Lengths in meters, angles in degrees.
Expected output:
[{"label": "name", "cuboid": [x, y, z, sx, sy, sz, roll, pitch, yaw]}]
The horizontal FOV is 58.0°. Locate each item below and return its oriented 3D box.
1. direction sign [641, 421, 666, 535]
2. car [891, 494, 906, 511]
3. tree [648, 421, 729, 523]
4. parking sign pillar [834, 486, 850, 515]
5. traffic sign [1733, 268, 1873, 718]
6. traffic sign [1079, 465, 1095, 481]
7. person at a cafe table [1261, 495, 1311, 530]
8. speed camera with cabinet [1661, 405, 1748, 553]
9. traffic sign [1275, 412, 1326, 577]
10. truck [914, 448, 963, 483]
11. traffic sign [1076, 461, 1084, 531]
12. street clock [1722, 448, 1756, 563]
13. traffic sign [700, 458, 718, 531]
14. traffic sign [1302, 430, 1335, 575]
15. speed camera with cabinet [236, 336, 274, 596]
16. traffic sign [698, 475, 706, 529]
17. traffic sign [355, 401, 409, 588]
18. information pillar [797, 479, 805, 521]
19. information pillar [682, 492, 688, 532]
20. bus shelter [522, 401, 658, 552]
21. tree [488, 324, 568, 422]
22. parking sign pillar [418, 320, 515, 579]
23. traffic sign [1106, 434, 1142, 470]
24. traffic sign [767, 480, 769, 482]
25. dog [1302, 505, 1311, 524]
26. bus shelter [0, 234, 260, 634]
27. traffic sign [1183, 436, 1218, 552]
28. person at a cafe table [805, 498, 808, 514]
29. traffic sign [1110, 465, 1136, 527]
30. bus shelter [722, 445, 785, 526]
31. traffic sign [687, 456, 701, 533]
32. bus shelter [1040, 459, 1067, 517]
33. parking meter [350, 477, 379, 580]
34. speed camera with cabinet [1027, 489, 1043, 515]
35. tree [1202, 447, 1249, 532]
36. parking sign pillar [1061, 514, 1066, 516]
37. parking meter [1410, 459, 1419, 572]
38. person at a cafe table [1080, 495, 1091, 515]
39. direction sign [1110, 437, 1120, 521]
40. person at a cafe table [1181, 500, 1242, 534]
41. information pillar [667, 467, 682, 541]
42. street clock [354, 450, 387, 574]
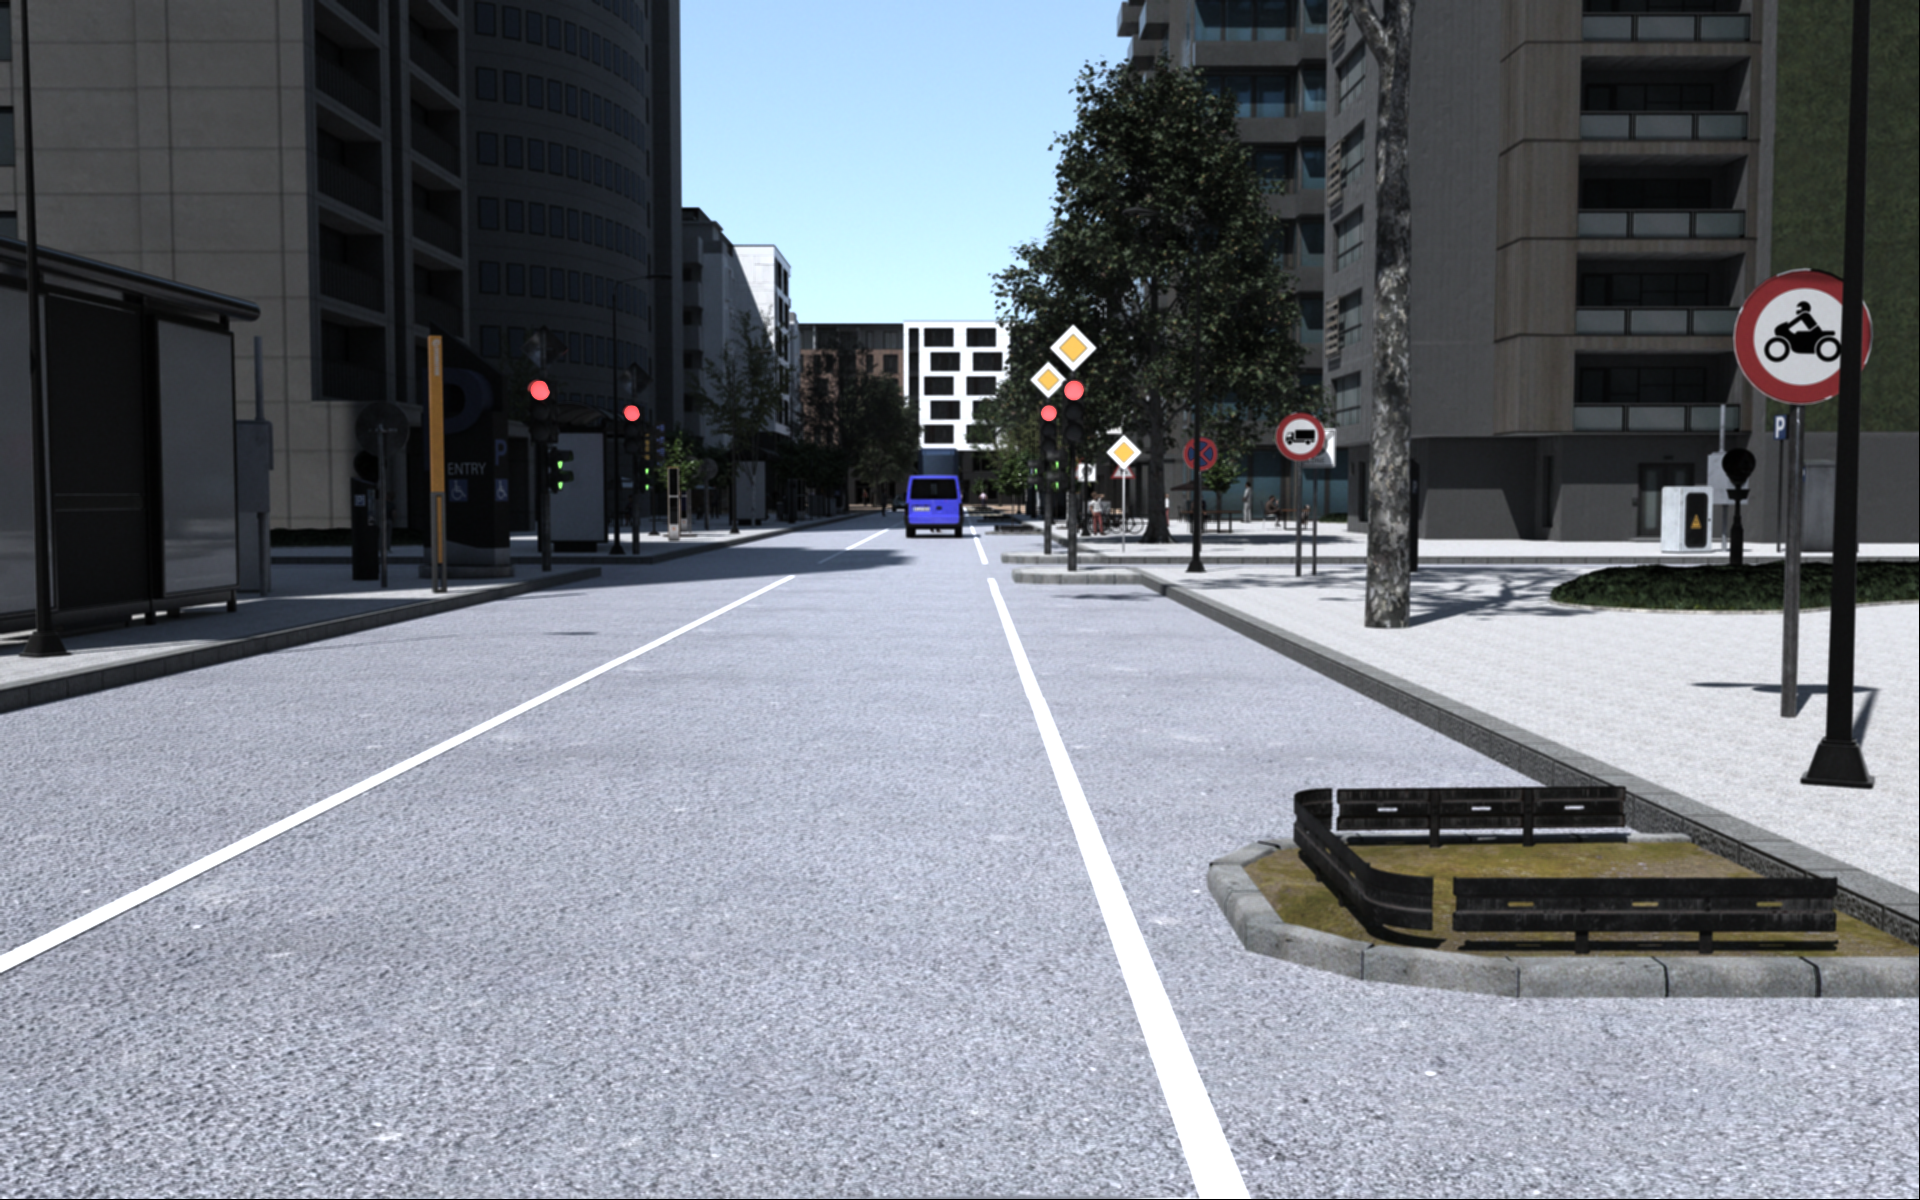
[{"label": "direction sign", "cuboid": [-9.550, -3.791, 53.975, 0.876, 3.537, 0.379, 1, 4, 21]}, {"label": "car", "cuboid": [-4.695, -8.098, 144.196, 2.131, 1.459, 4.920, 0, 3, 0]}, {"label": "tree", "cuboid": [-12.493, -5.665, 76.339, 4.285, 4.588, 4.351, 0, 3, 0]}, {"label": "parking sign pillar", "cuboid": [-7.579, -7.311, 108.001, 1.447, 3.967, 1.447, 0, 4, 2]}, {"label": "traffic sign", "cuboid": [4.770, -0.599, 9.894, 0.768, 2.556, 0.104, 0, 4, 4]}, {"label": "traffic sign", "cuboid": [4.305, -3.463, 58.756, 0.606, 2.300, 0.079, 0, 4, 5]}, {"label": "person at a cafe table", "cuboid": [11.699, -3.149, 62.349, 1.726, 1.238, 1.698, 0, 4, 8]}, {"label": "speed camera with cabinet", "cuboid": [16.340, -2.668, 37.951, 2.038, 3.252, 0.660, -2, 4, -25]}, {"label": "traffic sign", "cuboid": [5.273, -1.639, 26.906, 0.768, 2.556, 0.104, 0, 4, 4]}, {"label": "truck", "cuboid": [-1.202, -6.489, 95.861, 2.967, 4.110, 18.799, 0, 4, -1]}, {"label": "traffic sign", "cuboid": [4.239, -3.658, 59.810, 0.884, 2.594, 0.081, 0, 4, 7]}, {"label": "street clock", "cuboid": [12.262, -1.391, 27.313, 0.471, 2.002, 0.358, 2, 4, 29]}, {"label": "traffic sign", "cuboid": [-8.884, -3.716, 60.867, 0.768, 2.556, 0.104, 0, 4, 0]}, {"label": "traffic sign", "cuboid": [5.581, -1.535, 27.219, 0.606, 2.300, 0.079, 0, 4, 2]}, {"label": "speed camera with cabinet", "cuboid": [-9.246, -1.715, 22.373, 0.660, 3.252, 2.038, -1, 4, -23]}, {"label": "traffic sign", "cuboid": [-9.352, -3.884, 63.605, 0.768, 2.556, 0.104, 0, 4, 0]}, {"label": "traffic sign", "cuboid": [-7.906, -1.443, 23.701, 0.768, 2.556, 0.104, 0, 4, 6]}, {"label": "information pillar", "cuboid": [-7.685, -4.846, 83.720, 0.304, 2.012, 0.304, 2, 4, 27]}, {"label": "information pillar", "cuboid": [-9.405, -3.301, 58.466, 0.304, 2.012, 0.304, -3, 5, -42]}, {"label": "bus shelter", "cuboid": [-8.538, -2.850, 40.517, 2.014, 3.302, 5.546, 0, 3, 0]}, {"label": "tree", "cuboid": [-19.044, -7.583, 74.350, 4.737, 8.622, 4.395, 0, 3, 0]}, {"label": "parking sign pillar", "cuboid": [-7.629, -2.338, 26.691, 1.447, 3.967, 1.447, 1, 4, 19]}, {"label": "traffic sign", "cuboid": [3.625, -2.349, 38.147, 0.795, 2.593, 0.064, 1, 4, 9]}, {"label": "traffic sign", "cuboid": [-9.114, -4.807, 78.591, 0.884, 2.594, 0.081, 0, 4, 2]}, {"label": "dog", "cuboid": [14.794, -3.663, 74.264, 0.513, 0.831, 0.800, 1, 4, 14]}, {"label": "bus shelter", "cuboid": [-8.698, -2.253, 14.472, 2.179, 5.291, 8.768, 0, 4, 0]}, {"label": "traffic sign", "cuboid": [5.324, -2.342, 38.404, 0.768, 2.556, 0.104, 0, 4, 7]}, {"label": "person at a cafe table", "cuboid": [-9.983, -6.269, 111.021, 1.622, 1.524, 1.698, 3, 4, 36]}, {"label": "traffic sign", "cuboid": [5.635, -3.661, 59.861, 0.884, 2.594, 0.081, 0, 4, 8]}, {"label": "bus shelter", "cuboid": [-8.649, -4.838, 73.026, 2.014, 3.302, 5.546, 0, 3, 0]}, {"label": "traffic sign", "cuboid": [-8.967, -3.508, 57.470, 0.768, 2.556, 0.104, 0, 4, 5]}, {"label": "bus shelter", "cuboid": [5.197, -6.052, 92.875, 2.014, 3.302, 5.546, 0, 3, 0]}, {"label": "parking meter", "cuboid": [-8.886, -1.067, 25.852, 0.372, 1.533, 0.369, 0, 3, 0]}, {"label": "speed camera with cabinet", "cuboid": [4.994, -6.959, 108.120, 0.660, 3.252, 2.038, -2, 4, -31]}, {"label": "tree", "cuboid": [8.774, -3.949, 59.161, 1.663, 3.219, 1.824, 0, 3, 0]}, {"label": "parking sign pillar", "cuboid": [5.695, -6.894, 101.192, 1.447, 3.967, 1.447, -2, 4, -25]}, {"label": "parking meter", "cuboid": [7.367, -1.395, 28.519, 0.255, 1.863, 0.399, 3, 4, 37]}, {"label": "person at a cafe table", "cuboid": [7.549, -6.168, 111.704, 1.726, 1.238, 1.698, 0, 3, 0]}, {"label": "direction sign", "cuboid": [6.142, -4.689, 68.667, 0.379, 3.537, 0.876, 2, 4, 30]}, {"label": "person at a cafe table", "cuboid": [8.025, -2.804, 56.704, 1.698, 1.238, 1.726, -1, 4, -23]}, {"label": "information pillar", "cuboid": [-7.830, -2.621, 47.349, 0.304, 2.012, 0.304, -1, 4, -11]}, {"label": "street clock", "cuboid": [-9.479, -1.426, 27.882, 0.471, 2.002, 0.358, -2, 4, -30]}]
